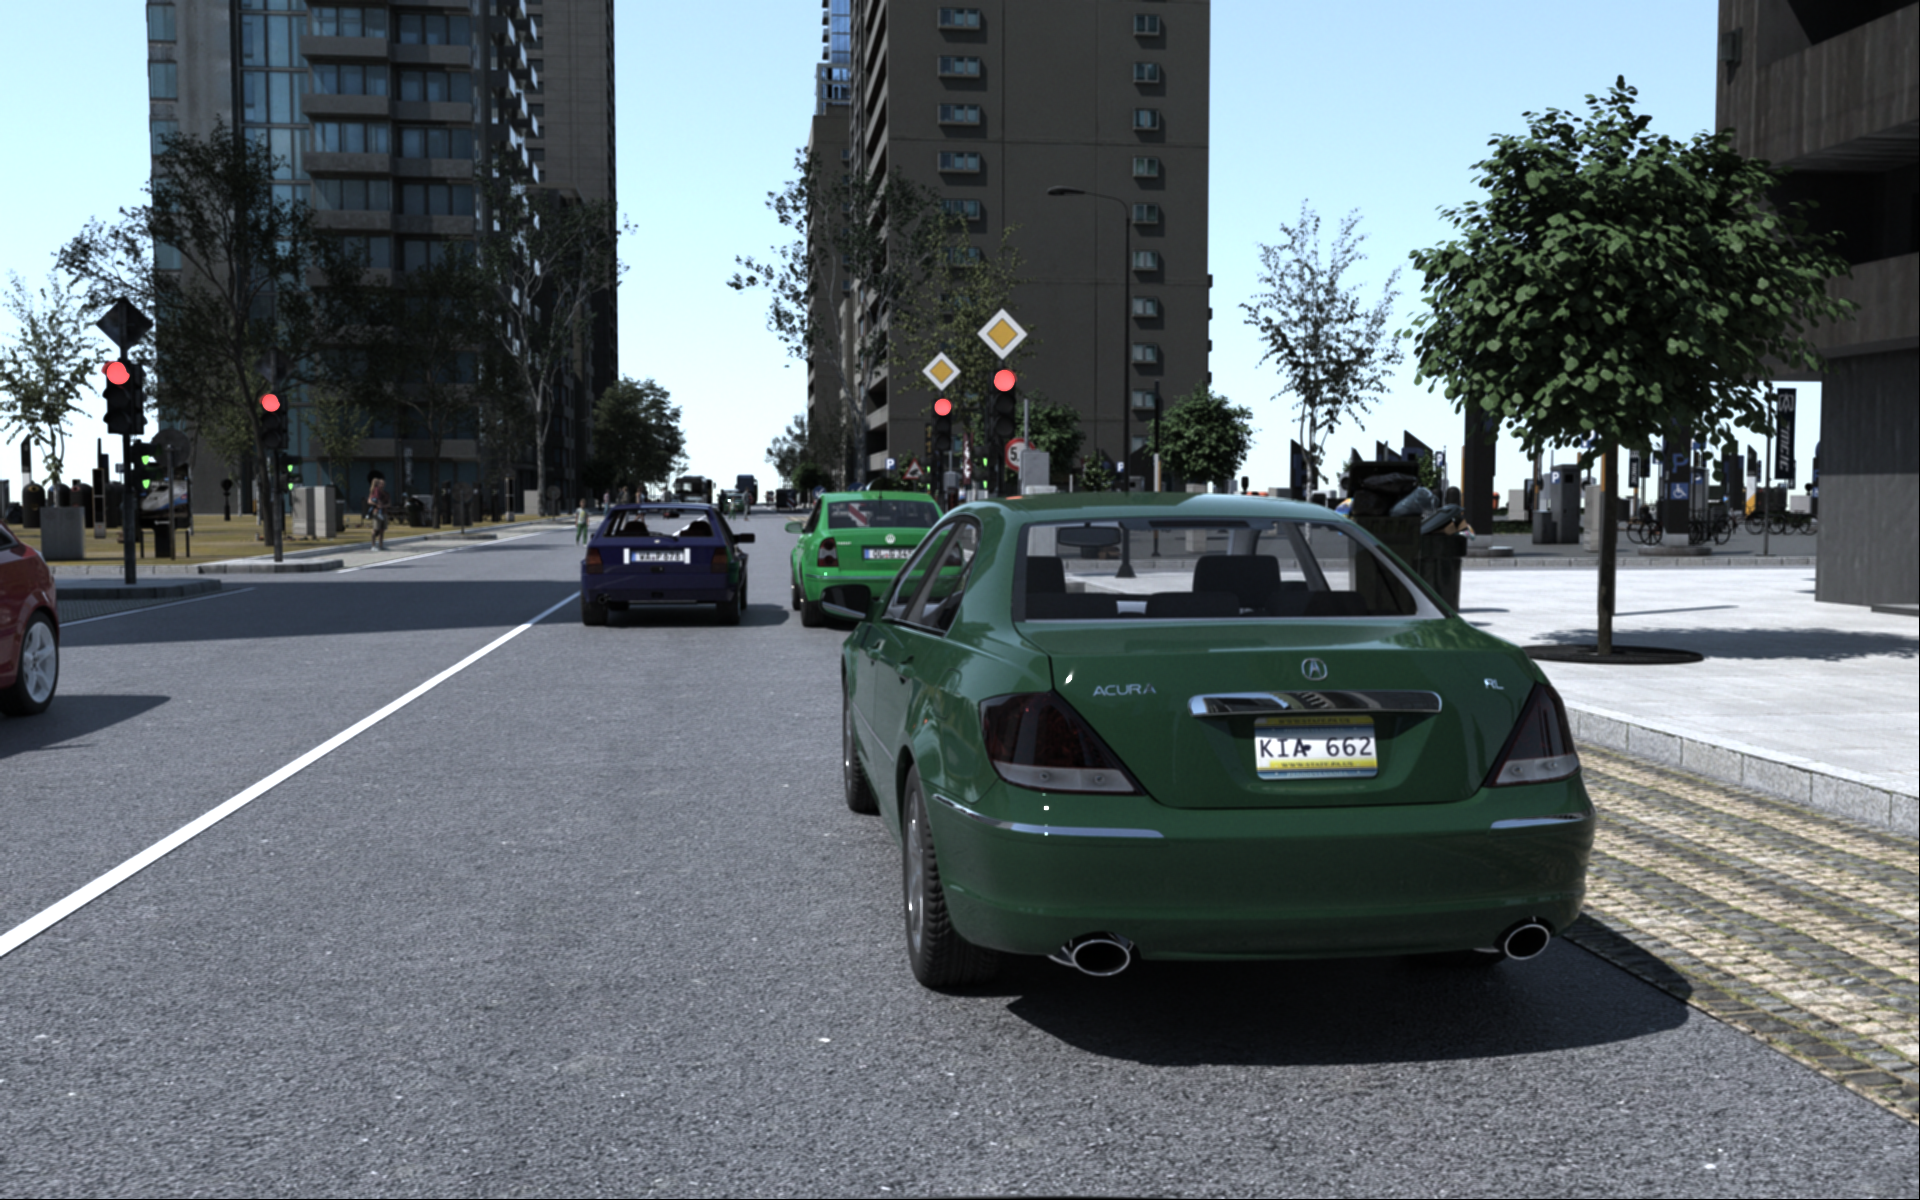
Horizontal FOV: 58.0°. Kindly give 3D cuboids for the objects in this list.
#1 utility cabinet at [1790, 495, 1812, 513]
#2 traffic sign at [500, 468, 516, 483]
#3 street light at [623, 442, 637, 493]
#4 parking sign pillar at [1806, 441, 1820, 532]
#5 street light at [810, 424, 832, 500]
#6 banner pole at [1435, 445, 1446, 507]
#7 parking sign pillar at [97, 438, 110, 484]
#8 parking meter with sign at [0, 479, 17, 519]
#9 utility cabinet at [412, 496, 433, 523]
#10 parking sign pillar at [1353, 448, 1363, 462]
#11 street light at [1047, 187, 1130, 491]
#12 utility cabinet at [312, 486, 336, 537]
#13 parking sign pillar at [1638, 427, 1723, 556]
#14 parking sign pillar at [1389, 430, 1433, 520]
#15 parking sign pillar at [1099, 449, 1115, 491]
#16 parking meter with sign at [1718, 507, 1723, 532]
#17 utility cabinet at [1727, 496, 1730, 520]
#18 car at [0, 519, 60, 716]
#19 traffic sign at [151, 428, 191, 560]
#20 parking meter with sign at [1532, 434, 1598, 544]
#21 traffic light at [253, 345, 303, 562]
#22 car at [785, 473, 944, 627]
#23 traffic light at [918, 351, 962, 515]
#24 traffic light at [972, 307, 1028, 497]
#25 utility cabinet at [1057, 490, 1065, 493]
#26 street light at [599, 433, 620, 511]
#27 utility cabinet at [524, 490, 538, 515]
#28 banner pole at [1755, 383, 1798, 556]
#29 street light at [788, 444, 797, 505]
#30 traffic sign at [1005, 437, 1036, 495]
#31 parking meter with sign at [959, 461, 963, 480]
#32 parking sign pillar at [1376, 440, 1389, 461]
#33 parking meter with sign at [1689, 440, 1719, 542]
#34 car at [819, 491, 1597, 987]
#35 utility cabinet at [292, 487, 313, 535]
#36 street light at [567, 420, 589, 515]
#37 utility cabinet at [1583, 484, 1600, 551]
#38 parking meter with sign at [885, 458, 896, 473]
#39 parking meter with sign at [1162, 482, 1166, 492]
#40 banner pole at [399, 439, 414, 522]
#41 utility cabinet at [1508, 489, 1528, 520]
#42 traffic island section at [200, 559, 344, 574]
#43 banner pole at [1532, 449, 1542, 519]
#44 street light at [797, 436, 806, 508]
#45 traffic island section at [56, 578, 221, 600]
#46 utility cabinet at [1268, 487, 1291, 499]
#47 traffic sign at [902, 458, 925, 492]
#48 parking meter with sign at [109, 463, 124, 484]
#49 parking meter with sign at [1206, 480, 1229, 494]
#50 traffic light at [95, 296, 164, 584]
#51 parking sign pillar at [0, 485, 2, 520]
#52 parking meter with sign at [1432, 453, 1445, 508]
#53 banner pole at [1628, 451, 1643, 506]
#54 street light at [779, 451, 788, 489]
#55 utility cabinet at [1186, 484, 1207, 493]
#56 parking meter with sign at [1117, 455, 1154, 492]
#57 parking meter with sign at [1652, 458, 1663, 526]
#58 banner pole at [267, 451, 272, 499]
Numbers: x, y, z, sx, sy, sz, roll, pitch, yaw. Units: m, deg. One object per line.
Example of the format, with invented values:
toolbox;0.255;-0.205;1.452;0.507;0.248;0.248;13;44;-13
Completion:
utility cabinet;39.533;-4.292;81.343;0.306;1.237;1.020;-2;4;-30
traffic sign;-21.782;-5.100;83.499;0.768;2.556;0.104;0;4;-3
street light;-29.821;-11.135;154.597;1.470;5.913;1.316;0;4;-7
parking sign pillar;29.888;-4.339;59.418;1.447;3.967;1.447;-1;4;-23
street light;-9.107;-8.725;115.198;1.470;5.913;1.316;0;4;-7
banner pole;24.741;-6.061;89.112;0.863;3.779;0.401;-2;4;-26
parking sign pillar;-41.401;-5.823;83.686;1.447;3.967;1.447;-2;4;-28
parking meter with sign;-49.146;-5.656;88.731;1.738;3.016;0.543;0;4;3
utility cabinet;-23.555;-3.965;75.987;0.306;1.237;1.020;2;4;24
parking sign pillar;23.801;-6.994;102.830;1.447;3.967;1.447;3;4;39
street light;2.014;-3.295;26.408;1.470;5.913;1.316;0;4;-7
utility cabinet;-18.665;-2.586;50.962;0.318;1.500;1.173;-2;4;-34
parking sign pillar;15.063;-2.930;36.380;1.447;3.967;1.447;1;4;17
parking sign pillar;19.005;-5.117;72.142;1.447;3.967;1.447;3;5;44
parking sign pillar;8.671;-7.002;102.955;1.447;3.967;1.447;-2;4;-28
parking meter with sign;24.668;-3.772;57.936;1.738;3.016;0.543;-1;4;-13
utility cabinet;33.123;-3.933;75.473;1.020;1.237;0.306;-3;4;-36
car;-6.681;-0.042;9.721;2.155;1.783;4.494;0;4;-7
traffic sign;-15.279;-2.045;33.546;0.768;2.556;0.104;0;4;-3
parking meter with sign;15.524;-2.950;44.493;1.738;3.016;0.543;-2;4;-25
traffic light;-12.848;-2.670;32.583;0.839;4.253;0.868;0;4;-7
car;-1.025;-0.694;20.136;1.959;1.807;4.718;0;4;-8
traffic light;-0.387;-2.767;34.167;0.839;4.253;0.868;0;4;-7
traffic light;0.613;-2.283;26.245;0.839;4.253;0.868;0;4;-7
utility cabinet;6.008;-5.841;104.183;0.318;1.500;1.173;1;4;21
street light;-26.777;-9.725;131.550;1.470;5.913;1.316;0;4;-7
utility cabinet;-25.789;-5.889;104.965;1.173;1.500;0.318;0;4;3
banner pole;16.969;-2.808;35.936;0.863;3.779;0.401;-1;4;-13
street light;-15.079;-11.575;161.793;1.470;5.913;1.316;0;4;-7
traffic sign;1.345;-2.375;38.935;0.768;2.556;0.104;0;4;2
parking meter with sign;-0.318;-5.247;82.045;0.543;3.016;1.738;3;5;42
parking sign pillar;21.122;-5.918;85.229;1.447;3.967;1.447;1;4;14
parking meter with sign;20.179;-3.119;47.257;0.543;3.016;1.738;2;4;32
car;0.567;0.320;6.565;2.131;1.459;4.920;0;4;-8
utility cabinet;-20.458;-2.770;53.973;0.318;1.500;1.173;-3;5;-41
street light;-23.875;-8.306;108.349;1.470;5.913;1.316;0;4;-7
utility cabinet;14.171;-1.837;38.714;0.318;1.500;1.173;1;4;12
parking meter with sign;-3.061;-5.448;85.328;0.543;3.016;1.738;1;4;23
parking meter with sign;12.828;-7.016;110.970;1.738;3.016;0.543;-1;4;-17
banner pole;-25.334;-5.452;79.153;0.401;3.779;0.863;3;5;41
utility cabinet;26.735;-4.513;82.468;1.173;1.500;0.318;1;4;21
traffic island section;-12.889;-0.638;32.713;2.009;0.180;2.903;0;4;-7
banner pole;20.347;-4.346;61.077;0.401;3.779;0.863;0;4;-4
street light;-12.064;-10.150;138.494;1.470;5.913;1.316;0;4;-7
traffic island section;-11.889;-0.153;24.790;2.009;0.180;2.903;0;4;-7
utility cabinet;10.042;-2.793;54.339;0.318;1.500;1.173;2;4;33
traffic sign;-1.612;-3.772;61.677;0.884;2.594;0.081;0;4;1
parking meter with sign;-48.331;-6.288;99.062;1.738;3.016;0.543;3;5;41
parking meter with sign;13.044;-5.523;86.562;1.738;3.016;0.543;-1;4;-23
traffic light;-11.848;-2.186;24.661;0.839;4.253;0.868;0;4;-7
parking sign pillar;-18.604;-2.675;32.207;1.447;3.967;1.447;2;4;28
parking meter with sign;19.710;-4.739;73.735;1.738;3.016;0.543;-1;4;-16
banner pole;32.396;-5.676;82.821;0.863;3.779;0.401;1;4;12
street light;-19.506;-13.741;197.208;1.470;5.913;1.316;0;4;-7
utility cabinet;5.177;-1.786;37.888;0.318;1.500;1.173;0;3;0
parking meter with sign;7.457;-4.733;73.648;1.738;3.016;0.543;2;4;26
parking meter with sign;27.788;-4.391;68.052;0.543;3.016;1.738;0;4;1
banner pole;-40.477;-6.824;101.589;0.401;3.779;0.863;-3;5;-44
